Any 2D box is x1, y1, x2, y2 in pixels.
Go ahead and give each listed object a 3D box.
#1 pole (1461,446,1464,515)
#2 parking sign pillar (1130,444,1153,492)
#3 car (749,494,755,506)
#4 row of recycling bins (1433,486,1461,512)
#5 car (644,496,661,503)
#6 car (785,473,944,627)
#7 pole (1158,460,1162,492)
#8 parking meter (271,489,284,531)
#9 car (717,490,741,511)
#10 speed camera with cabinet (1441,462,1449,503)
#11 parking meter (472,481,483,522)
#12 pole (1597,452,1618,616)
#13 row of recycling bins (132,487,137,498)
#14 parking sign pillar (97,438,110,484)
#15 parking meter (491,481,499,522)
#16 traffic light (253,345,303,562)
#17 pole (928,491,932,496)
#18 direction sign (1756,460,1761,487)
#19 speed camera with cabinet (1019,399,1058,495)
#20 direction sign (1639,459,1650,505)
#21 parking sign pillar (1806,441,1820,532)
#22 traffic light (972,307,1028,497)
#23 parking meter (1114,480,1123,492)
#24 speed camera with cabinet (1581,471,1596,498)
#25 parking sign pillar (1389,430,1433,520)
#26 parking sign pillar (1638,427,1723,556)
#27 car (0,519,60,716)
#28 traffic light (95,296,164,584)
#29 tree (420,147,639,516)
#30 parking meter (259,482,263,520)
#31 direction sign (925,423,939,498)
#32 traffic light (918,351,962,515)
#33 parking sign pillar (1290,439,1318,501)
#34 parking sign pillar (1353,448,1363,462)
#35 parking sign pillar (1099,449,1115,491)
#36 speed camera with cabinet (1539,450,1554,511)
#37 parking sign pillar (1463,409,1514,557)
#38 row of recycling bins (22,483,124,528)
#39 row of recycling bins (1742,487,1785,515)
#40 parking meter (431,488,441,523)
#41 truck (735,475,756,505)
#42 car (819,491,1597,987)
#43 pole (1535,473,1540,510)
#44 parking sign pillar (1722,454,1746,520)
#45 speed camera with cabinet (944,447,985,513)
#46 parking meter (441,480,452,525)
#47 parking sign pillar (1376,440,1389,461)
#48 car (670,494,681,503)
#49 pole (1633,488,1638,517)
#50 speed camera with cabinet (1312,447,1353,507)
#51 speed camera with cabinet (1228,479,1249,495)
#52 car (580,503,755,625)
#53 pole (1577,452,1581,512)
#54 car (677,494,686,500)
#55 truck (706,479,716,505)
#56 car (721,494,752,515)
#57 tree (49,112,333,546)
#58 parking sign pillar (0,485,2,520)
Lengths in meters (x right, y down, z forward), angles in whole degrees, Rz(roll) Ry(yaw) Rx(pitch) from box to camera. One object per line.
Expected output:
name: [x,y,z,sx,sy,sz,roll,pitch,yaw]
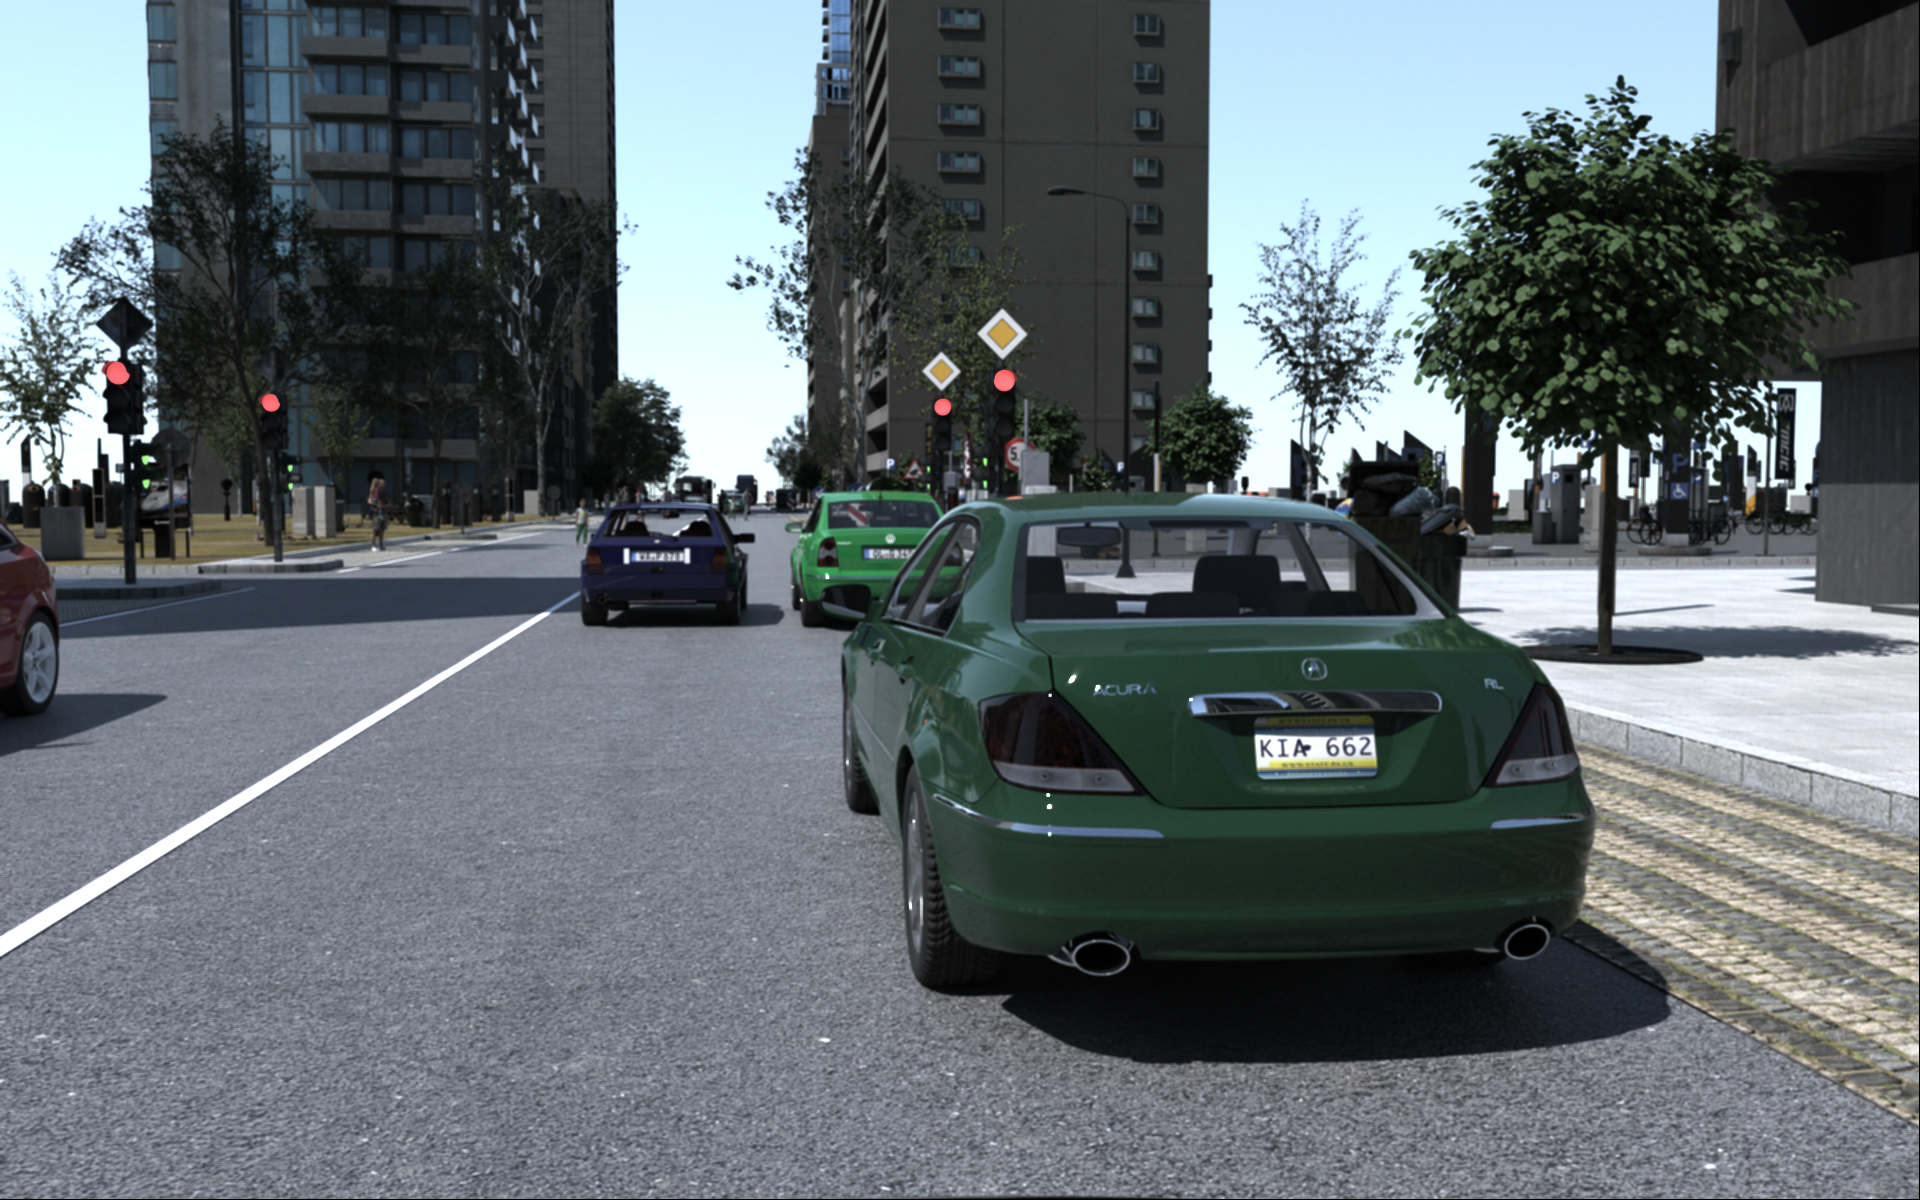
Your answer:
pole: [21.320,-4.860,73.310,0.158,3.312,0.155,0,3,0]
parking sign pillar: [8.515,-5.630,80.515,1.447,3.967,1.447,0,4,2]
car: [-26.296,-12.466,212.851,2.155,1.783,4.494,0,4,-7]
row of recycling bins: [25.440,-5.319,94.072,3.534,1.692,1.069,2,4,34]
car: [-20.008,-6.150,113.138,1.945,1.354,3.894,-1,4,-8]
car: [-1.025,-0.694,20.136,1.959,1.807,4.718,0,4,-8]
pole: [7.195,-4.208,62.646,0.158,3.312,0.155,0,3,0]
parking meter: [-23.637,-3.155,59.991,0.372,1.533,0.369,0,3,0]
car: [-19.354,-8.403,146.056,2.281,1.827,5.304,-1,4,-9]
speed camera with cabinet: [30.116,-6.962,108.167,0.660,3.252,2.038,1,4,12]
parking meter: [-21.852,-4.450,78.465,0.399,1.863,0.255,1,4,13]
pole: [6.818,-1.489,18.181,0.158,3.312,0.155,0,3,0]
row of recycling bins: [-33.560,-3.843,69.952,1.069,1.692,3.534,0,4,0]
parking sign pillar: [-41.401,-5.823,83.686,1.447,3.967,1.447,-2,4,-28]
parking meter: [-21.167,-4.475,78.869,0.255,1.863,0.399,0,4,0]
traffic light: [-12.848,-2.670,32.583,0.839,4.253,0.868,0,4,-7]
pole: [-1.021,-4.063,60.273,0.158,3.312,0.155,0,3,0]
direction sign: [53.604,-7.619,116.572,0.379,3.537,0.876,-1,4,-11]
speed camera with cabinet: [1.612,-2.513,35.431,0.660,3.252,2.038,0,4,-3]
direction sign: [32.205,-5.473,81.479,0.876,3.537,0.379,-3,4,-38]
parking sign pillar: [29.888,-4.339,59.418,1.447,3.967,1.447,-1,4,-23]
traffic light: [0.613,-2.283,26.245,0.839,4.253,0.868,0,4,-7]
parking meter: [6.659,-4.080,72.419,0.399,1.863,0.255,1,4,18]
speed camera with cabinet: [33.173,-6.055,93.337,2.038,3.252,0.660,3,5,41]
parking sign pillar: [19.005,-5.117,72.142,1.447,3.967,1.447,3,5,44]
parking sign pillar: [15.063,-2.930,36.380,1.447,3.967,1.447,1,4,17]
car: [-6.681,-0.042,9.721,2.155,1.783,4.494,0,4,-7]
traffic light: [-11.848,-2.186,24.661,0.839,4.253,0.868,0,4,-7]
tree: [-25.136,-14.787,97.648,12.611,20.169,13.585,0,3,0]
parking meter: [-34.331,-4.852,85.039,0.255,1.863,0.399,0,4,3]
direction sign: [-0.848,-3.854,55.008,0.379,3.537,0.876,-2,4,-35]
traffic light: [-0.387,-2.767,34.167,0.839,4.253,0.868,0,4,-7]
parking sign pillar: [16.779,-5.870,84.448,1.447,3.967,1.447,-1,4,-15]
parking sign pillar: [23.801,-6.994,102.830,1.447,3.967,1.447,3,4,39]
parking sign pillar: [8.671,-7.002,102.955,1.447,3.967,1.447,-2,4,-28]
speed camera with cabinet: [26.027,-5.084,77.452,0.660,3.252,2.038,0,4,-1]
parking sign pillar: [10.670,-2.884,35.624,1.447,3.967,1.447,1,4,8]
row of recycling bins: [-33.523,-3.555,65.232,3.534,1.692,1.069,0,4,1]
row of recycling bins: [44.494,-5.449,96.205,1.069,1.692,3.534,-1,4,-12]
parking meter: [-22.908,-4.118,75.735,0.372,1.533,0.369,0,3,0]
truck: [-29.248,-15.040,235.663,2.967,4.110,18.799,0,4,-6]
car: [0.567,0.320,6.565,2.131,1.459,4.920,0,4,-8]
pole: [23.937,-4.772,71.862,0.158,3.312,0.155,0,3,0]
parking sign pillar: [39.001,-6.030,87.070,1.447,3.967,1.447,1,4,13]
speed camera with cabinet: [0.236,-4.777,72.442,2.038,3.252,0.660,-1,4,-15]
parking meter: [-21.647,-4.115,72.986,0.255,1.863,0.399,1,4,18]
parking sign pillar: [21.122,-5.918,85.229,1.447,3.967,1.447,1,4,14]
car: [-23.844,-7.975,142.189,2.131,1.459,4.920,0,4,-6]
pole: [34.891,-5.842,89.360,0.158,3.312,0.155,0,3,0]
speed camera with cabinet: [15.715,-4.790,72.650,2.038,3.252,0.660,3,5,40]
speed camera with cabinet: [16.859,-6.790,105.345,0.660,3.252,2.038,-2,4,-23]
car: [-3.393,-0.472,20.290,1.945,1.354,3.894,0,4,-5]
pole: [30.043,-5.520,84.091,0.158,3.312,0.155,0,3,0]
car: [-24.457,-8.314,147.728,2.131,1.459,4.920,-1,4,-9]
truck: [-33.615,-14.067,225.916,3.469,3.379,9.791,-1,4,-8]
car: [-15.372,-6.566,119.150,2.131,1.459,4.920,0,4,-8]
tree: [-17.208,-6.612,42.516,7.601,10.594,8.767,3,4,38]
parking sign pillar: [-18.604,-2.675,32.207,1.447,3.967,1.447,2,4,28]
